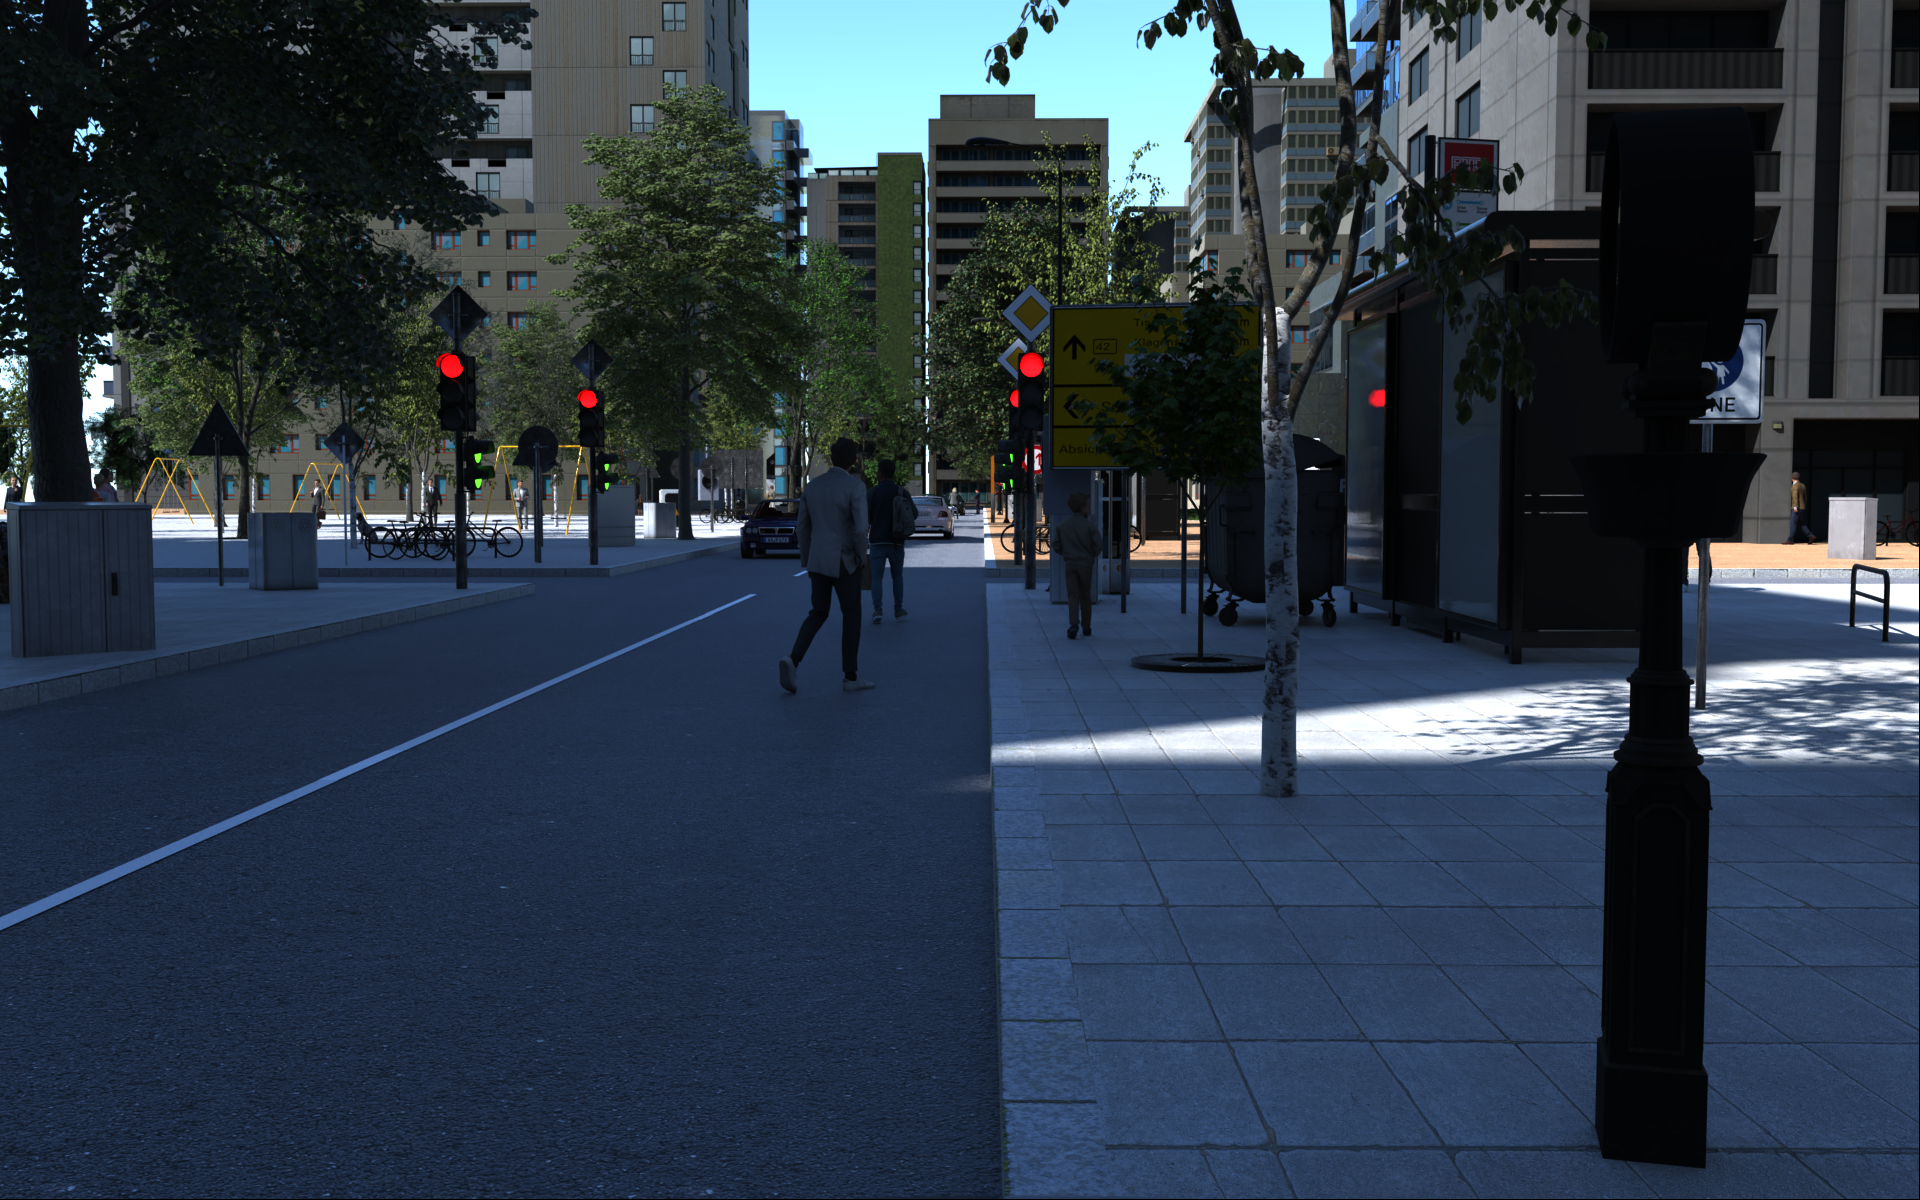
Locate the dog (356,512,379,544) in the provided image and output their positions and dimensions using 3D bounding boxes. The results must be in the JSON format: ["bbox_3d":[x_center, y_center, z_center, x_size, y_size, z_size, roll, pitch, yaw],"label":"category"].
[{"bbox_3d":[-15.095,-1.831,44.324,0.800,0.831,0.513,1,4,22],"label":"dog"}]

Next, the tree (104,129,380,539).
[{"bbox_3d":[-20.347,-7.543,49.083,9.928,11.665,9.643,0,3,0],"label":"tree"}]

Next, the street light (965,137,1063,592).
[{"bbox_3d":[0.765,-3.068,22.697,1.470,5.913,1.316,0,4,1],"label":"street light"}]

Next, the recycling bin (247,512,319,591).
[{"bbox_3d":[-9.156,-0.665,23.420,0.722,1.027,0.722,-3,5,-39],"label":"recycling bin"}]

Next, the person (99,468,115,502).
[{"bbox_3d":[-17.732,-1.836,36.069,0.388,1.821,0.555,-3,5,-39],"label":"person"}]

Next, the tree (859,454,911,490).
[{"bbox_3d":[-5.899,-10.171,150.010,4.285,4.588,4.351,0,3,0],"label":"tree"}]

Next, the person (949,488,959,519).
[{"bbox_3d":[-0.349,-5.497,98.557,0.537,1.800,0.526,0,4,4],"label":"person"}]

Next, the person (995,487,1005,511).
[{"bbox_3d":[2.969,-7.532,129.159,1.348,1.831,0.705,-2,4,-23],"label":"person"}]

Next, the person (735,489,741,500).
[{"bbox_3d":[-17.654,-8.003,137.606,0.721,1.736,1.217,-2,4,-27],"label":"person"}]

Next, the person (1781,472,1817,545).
[{"bbox_3d":[21.254,-2.319,43.870,0.836,1.842,0.656,1,4,16],"label":"person"}]

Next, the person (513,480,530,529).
[{"bbox_3d":[-15.906,-3.461,62.828,0.606,1.804,0.583,-1,4,-18],"label":"person"}]

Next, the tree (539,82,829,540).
[{"bbox_3d":[-7.529,-7.940,47.947,7.486,12.596,7.792,0,3,0],"label":"tree"}]

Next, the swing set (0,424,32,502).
[{"bbox_3d":[-22.276,-2.526,38.912,3.119,2.851,2.862,0,4,-5],"label":"swing set"}]

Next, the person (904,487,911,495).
[{"bbox_3d":[-2.802,-5.012,90.626,0.526,1.800,0.537,-3,5,-44],"label":"person"}]

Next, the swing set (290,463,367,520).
[{"bbox_3d":[-32.243,-5.551,88.381,2.862,2.851,3.119,0,4,7],"label":"swing set"}]

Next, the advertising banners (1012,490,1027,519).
[{"bbox_3d":[2.692,-4.709,73.172,0.090,3.025,2.074,2,4,28],"label":"advertising banners"}]

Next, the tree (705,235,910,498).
[{"bbox_3d":[-6.578,-8.766,69.072,9.928,11.665,9.643,0,3,0],"label":"tree"}]

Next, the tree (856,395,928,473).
[{"bbox_3d":[-6.560,-13.837,160.651,8.767,10.594,7.601,1,4,10],"label":"tree"}]

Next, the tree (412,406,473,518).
[{"bbox_3d":[-26.087,-8.678,92.254,4.360,8.622,3.978,0,3,0],"label":"tree"}]

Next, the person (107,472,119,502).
[{"bbox_3d":[-19.278,-2.034,39.581,0.573,1.790,0.520,-1,4,-17],"label":"person"}]

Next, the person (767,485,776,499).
[{"bbox_3d":[-10.036,-5.262,92.624,0.519,1.759,0.362,2,4,33],"label":"person"}]

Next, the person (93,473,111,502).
[{"bbox_3d":[-14.566,-1.247,29.239,0.694,1.780,0.624,1,4,23],"label":"person"}]

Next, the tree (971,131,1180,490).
[{"bbox_3d":[2.573,-5.154,34.624,4.737,8.622,4.395,0,3,0],"label":"tree"}]

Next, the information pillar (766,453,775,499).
[{"bbox_3d":[-10.637,-6.493,97.516,0.504,3.616,0.183,-1,4,-18],"label":"information pillar"}]

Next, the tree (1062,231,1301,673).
[{"bbox_3d":[1.822,-1.122,12.946,1.663,3.219,1.824,0,3,0],"label":"tree"}]

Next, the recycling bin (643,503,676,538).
[{"bbox_3d":[-8.748,-2.320,50.482,0.722,1.027,0.722,-3,4,-38],"label":"recycling bin"}]

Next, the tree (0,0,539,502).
[{"bbox_3d":[-8.569,-6.684,15.946,9.857,13.997,8.962,0,3,0],"label":"tree"}]

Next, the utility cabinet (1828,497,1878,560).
[{"bbox_3d":[17.596,-1.405,34.141,0.306,1.237,1.020,-1,4,-13],"label":"utility cabinet"}]

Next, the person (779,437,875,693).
[{"bbox_3d":[-0.942,-0.256,12.536,0.661,1.843,0.795,3,4,37],"label":"person"}]

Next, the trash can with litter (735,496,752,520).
[{"bbox_3d":[-10.544,-4.510,85.118,1.055,1.170,0.624,0,4,1],"label":"trash can with litter"}]

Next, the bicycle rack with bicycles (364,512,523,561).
[{"bbox_3d":[-10.497,-1.278,34.273,2.925,0.926,2.852,1,4,12],"label":"bicycle rack with bicycles"}]

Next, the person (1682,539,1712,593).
[{"bbox_3d":[9.589,-1.012,22.603,0.660,1.820,0.620,2,4,35],"label":"person"}]

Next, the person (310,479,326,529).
[{"bbox_3d":[-23.376,-3.491,63.081,0.622,1.834,0.822,1,4,11],"label":"person"}]

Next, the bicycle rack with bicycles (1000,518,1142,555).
[{"bbox_3d":[2.277,-1.449,37.073,2.925,0.926,2.852,1,4,15],"label":"bicycle rack with bicycles"}]

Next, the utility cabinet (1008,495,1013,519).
[{"bbox_3d":[3.016,-4.879,90.928,1.020,1.237,0.306,2,4,25],"label":"utility cabinet"}]

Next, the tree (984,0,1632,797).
[{"bbox_3d":[1.214,-3.461,6.952,4.360,8.622,3.978,0,3,0],"label":"tree"}]

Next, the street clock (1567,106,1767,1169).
[{"bbox_3d":[1.354,0.075,3.345,0.358,2.002,0.471,1,4,16],"label":"street clock"}]

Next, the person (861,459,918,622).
[{"bbox_3d":[-0.862,-0.663,19.321,0.794,1.824,0.713,1,4,8],"label":"person"}]

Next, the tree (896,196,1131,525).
[{"bbox_3d":[2.401,-9.158,66.749,9.611,12.733,9.660,0,3,0],"label":"tree"}]

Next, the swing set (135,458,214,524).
[{"bbox_3d":[-34.639,-4.788,75.899,2.862,2.851,3.119,0,4,-5],"label":"swing set"}]

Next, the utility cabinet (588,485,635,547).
[{"bbox_3d":[-8.476,-2.046,42.126,0.318,1.500,1.173,3,5,43],"label":"utility cabinet"}]

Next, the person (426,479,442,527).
[{"bbox_3d":[-19.326,-3.526,63.470,0.659,1.850,0.755,-1,4,-14],"label":"person"}]

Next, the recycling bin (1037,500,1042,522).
[{"bbox_3d":[3.341,-4.143,80.286,0.722,1.027,0.722,-2,4,-27],"label":"recycling bin"}]

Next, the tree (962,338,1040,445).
[{"bbox_3d":[3.239,-9.244,85.555,7.601,10.594,8.767,0,4,-1],"label":"tree"}]

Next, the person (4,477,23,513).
[{"bbox_3d":[-26.755,-2.602,49.011,0.576,1.772,0.534,-2,4,-24],"label":"person"}]

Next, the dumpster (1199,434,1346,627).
[{"bbox_3d":[3.121,-0.713,17.418,1.264,1.857,1.865,0,4,1],"label":"dumpster"}]

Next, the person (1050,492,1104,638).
[{"bbox_3d":[1.045,-0.316,15.484,0.475,1.303,0.640,0,4,5],"label":"person"}]

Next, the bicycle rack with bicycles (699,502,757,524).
[{"bbox_3d":[-9.960,-3.825,75.929,2.925,0.926,2.852,0,4,-3],"label":"bicycle rack with bicycles"}]

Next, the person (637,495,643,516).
[{"bbox_3d":[-18.720,-5.544,101.351,0.362,1.253,0.373,0,4,2],"label":"person"}]

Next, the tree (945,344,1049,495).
[{"bbox_3d":[2.607,-10.852,95.551,7.486,12.596,7.792,0,3,0],"label":"tree"}]

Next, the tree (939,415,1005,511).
[{"bbox_3d":[2.998,-13.953,134.790,9.857,13.997,8.962,0,3,0],"label":"tree"}]

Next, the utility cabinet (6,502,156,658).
[{"bbox_3d":[-7.081,-0.173,13.987,0.306,1.237,1.020,3,5,43],"label":"utility cabinet"}]

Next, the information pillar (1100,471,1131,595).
[{"bbox_3d":[1.980,-1.080,22.144,0.304,2.012,0.304,-1,4,-23],"label":"information pillar"}]

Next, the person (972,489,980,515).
[{"bbox_3d":[1.121,-6.857,121.064,0.568,1.767,0.683,0,4,6],"label":"person"}]

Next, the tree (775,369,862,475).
[{"bbox_3d":[-7.419,-9.126,99.564,4.737,8.622,4.395,0,3,0],"label":"tree"}]

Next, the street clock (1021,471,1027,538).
[{"bbox_3d":[1.768,-2.712,48.915,0.471,2.002,0.358,3,5,43],"label":"street clock"}]

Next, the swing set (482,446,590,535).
[{"bbox_3d":[-13.422,-3.577,56.109,3.119,2.851,2.862,1,4,10],"label":"swing set"}]

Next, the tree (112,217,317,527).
[{"bbox_3d":[-28.788,-9.101,66.933,7.486,12.596,7.792,0,3,0],"label":"tree"}]
